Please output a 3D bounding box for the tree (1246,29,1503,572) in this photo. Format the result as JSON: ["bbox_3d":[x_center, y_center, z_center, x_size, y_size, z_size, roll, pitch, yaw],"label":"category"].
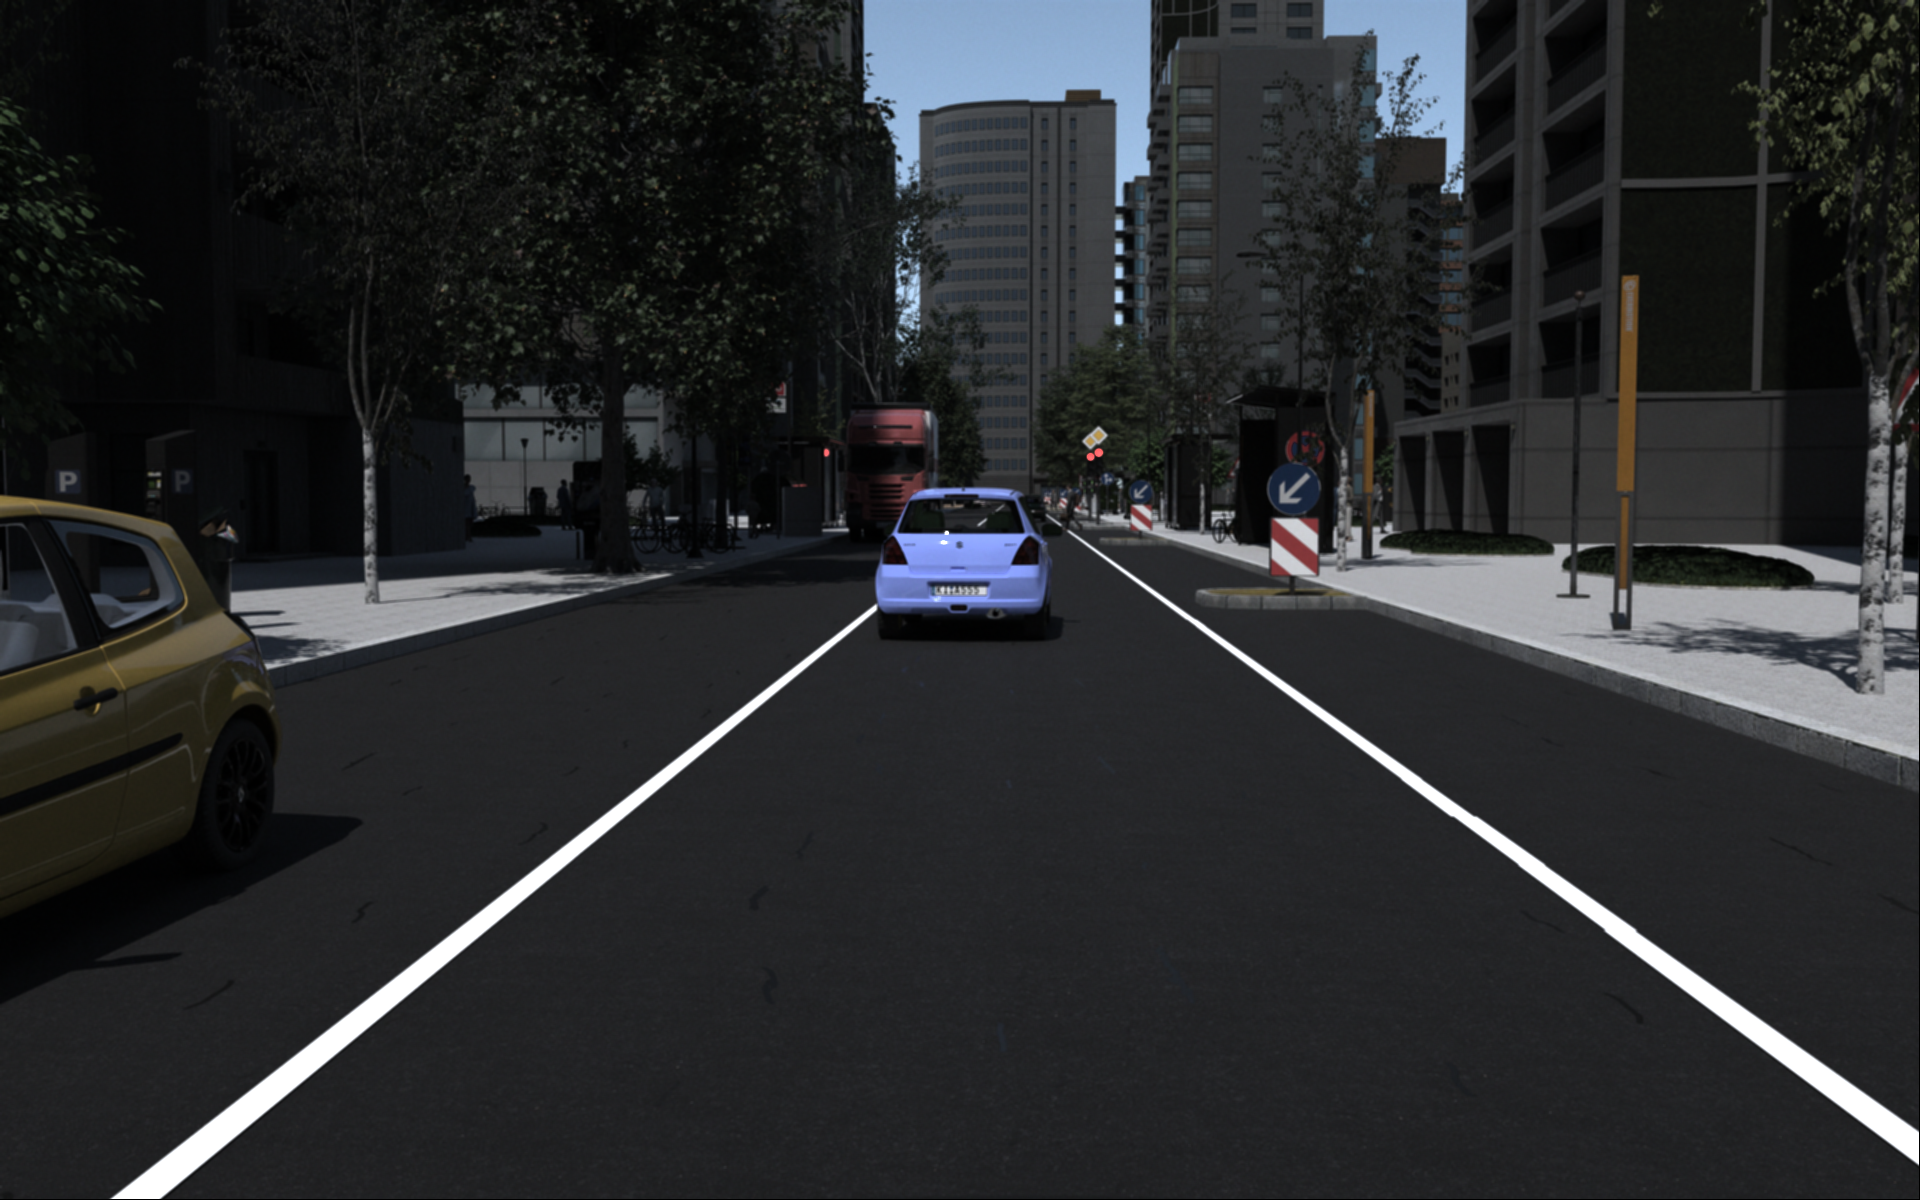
[{"bbox_3d":[6.523,-4.787,28.630,4.360,8.622,3.978,0,3,0],"label":"tree"}]

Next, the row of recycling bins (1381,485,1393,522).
[{"bbox_3d":[20.951,-4.406,79.148,3.534,1.692,1.069,1,4,21],"label":"row of recycling bins"}]

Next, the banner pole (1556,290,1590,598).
[{"bbox_3d":[7.537,-1.907,21.189,0.401,3.779,0.863,1,4,21],"label":"banner pole"}]

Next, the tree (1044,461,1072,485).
[{"bbox_3d":[14.023,-17.146,214.741,7.601,10.594,8.767,-1,4,-12],"label":"tree"}]

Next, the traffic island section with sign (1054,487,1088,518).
[{"bbox_3d":[6.809,-5.832,103.987,1.989,1.847,2.006,0,4,2],"label":"traffic island section with sign"}]

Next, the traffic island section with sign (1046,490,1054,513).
[{"bbox_3d":[7.723,-7.501,131.263,1.989,1.847,2.006,0,4,2],"label":"traffic island section with sign"}]

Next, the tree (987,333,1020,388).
[{"bbox_3d":[-0.956,-19.351,172.281,12.611,20.169,13.585,0,3,0],"label":"tree"}]

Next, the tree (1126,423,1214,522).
[{"bbox_3d":[9.353,-5.909,80.326,4.285,4.588,4.351,0,3,0],"label":"tree"}]

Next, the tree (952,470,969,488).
[{"bbox_3d":[-0.571,-15.172,198.429,4.737,8.622,4.395,0,3,0],"label":"tree"}]

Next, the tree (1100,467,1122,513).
[{"bbox_3d":[10.515,-7.716,120.750,1.663,3.219,1.824,0,3,0],"label":"tree"}]

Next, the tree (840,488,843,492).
[{"bbox_3d":[-7.665,-9.789,143.758,4.285,4.588,4.351,0,3,0],"label":"tree"}]

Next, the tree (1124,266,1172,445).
[{"bbox_3d":[7.445,-6.374,54.580,4.360,8.622,3.978,0,3,0],"label":"tree"}]

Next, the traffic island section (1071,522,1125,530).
[{"bbox_3d":[5.718,-3.006,71.421,2.009,0.180,2.903,0,4,2],"label":"traffic island section"}]

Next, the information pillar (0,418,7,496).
[{"bbox_3d":[-8.349,-0.628,14.764,0.304,2.012,0.304,0,4,8],"label":"information pillar"}]

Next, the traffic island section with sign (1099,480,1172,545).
[{"bbox_3d":[5.001,-2.495,49.419,1.989,1.847,2.006,0,4,2],"label":"traffic island section with sign"}]

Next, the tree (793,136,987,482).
[{"bbox_3d":[-5.284,-14.550,93.788,12.611,20.169,13.585,0,3,0],"label":"tree"}]

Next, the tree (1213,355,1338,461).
[{"bbox_3d":[21.025,-11.080,115.567,8.767,10.594,7.601,1,4,10],"label":"tree"}]

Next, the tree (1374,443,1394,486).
[{"bbox_3d":[24.536,-6.842,95.580,4.285,4.588,4.351,0,3,0],"label":"tree"}]

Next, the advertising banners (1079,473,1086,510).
[{"bbox_3d":[10.417,-8.852,140.920,0.090,3.025,2.074,-3,5,-45],"label":"advertising banners"}]

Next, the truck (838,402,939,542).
[{"bbox_3d":[-2.079,-4.059,55.286,2.839,4.237,11.283,0,4,1],"label":"truck"}]

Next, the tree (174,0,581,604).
[{"bbox_3d":[-6.669,-4.267,20.131,4.360,8.622,3.978,0,3,0],"label":"tree"}]

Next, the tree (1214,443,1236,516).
[{"bbox_3d":[14.568,-7.199,101.425,4.285,4.588,4.351,0,3,0],"label":"tree"}]

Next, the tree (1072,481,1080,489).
[{"bbox_3d":[12.903,-11.941,189.841,1.663,3.219,1.824,0,3,0],"label":"tree"}]

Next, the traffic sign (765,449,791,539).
[{"bbox_3d":[-5.178,-3.009,49.299,0.768,2.556,0.104,1,4,11],"label":"traffic sign"}]

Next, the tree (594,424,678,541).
[{"bbox_3d":[-9.126,-3.259,47.886,1.663,3.219,1.824,0,3,0],"label":"tree"}]

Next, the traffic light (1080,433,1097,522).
[{"bbox_3d":[5.944,-5.527,79.289,0.839,4.253,0.868,0,4,2],"label":"traffic light"}]

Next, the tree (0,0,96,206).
[{"bbox_3d":[-13.693,-4.455,23.209,4.737,8.622,4.395,0,3,0],"label":"tree"}]

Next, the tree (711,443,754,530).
[{"bbox_3d":[-8.182,-4.157,62.572,1.663,3.219,1.824,0,3,0],"label":"tree"}]

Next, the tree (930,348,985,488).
[{"bbox_3d":[-2.719,-13.175,132.417,9.611,12.733,9.660,0,3,0],"label":"tree"}]

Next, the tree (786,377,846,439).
[{"bbox_3d":[-9.312,-9.769,110.077,4.737,8.622,4.395,0,3,0],"label":"tree"}]

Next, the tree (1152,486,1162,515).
[{"bbox_3d":[12.123,-6.779,105.430,1.663,3.219,1.824,0,3,0],"label":"tree"}]

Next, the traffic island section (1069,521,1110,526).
[{"bbox_3d":[5.984,-3.494,79.402,2.009,0.180,2.903,0,4,2],"label":"traffic island section"}]

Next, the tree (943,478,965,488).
[{"bbox_3d":[-0.866,-13.719,208.016,4.285,4.588,4.351,0,3,0],"label":"tree"}]

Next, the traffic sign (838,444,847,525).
[{"bbox_3d":[-5.100,-4.712,70.917,2.265,3.308,0.079,0,4,4],"label":"traffic sign"}]

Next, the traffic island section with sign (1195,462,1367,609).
[{"bbox_3d":[4.103,-0.847,22.479,1.989,1.847,2.006,0,4,2],"label":"traffic island section with sign"}]

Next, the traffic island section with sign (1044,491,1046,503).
[{"bbox_3d":[9.374,-10.549,181.100,1.989,1.847,2.006,0,4,2],"label":"traffic island section with sign"}]

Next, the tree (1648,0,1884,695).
[{"bbox_3d":[6.084,-3.697,10.804,4.737,8.622,4.395,0,3,0],"label":"tree"}]

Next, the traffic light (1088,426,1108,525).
[{"bbox_3d":[5.679,-5.039,71.309,0.839,4.253,0.868,0,4,2],"label":"traffic light"}]

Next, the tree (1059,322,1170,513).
[{"bbox_3d":[10.360,-11.989,114.153,7.486,12.596,7.792,0,3,0],"label":"tree"}]

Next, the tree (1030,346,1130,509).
[{"bbox_3d":[10.666,-14.815,148.876,9.857,13.997,8.962,0,3,0],"label":"tree"}]

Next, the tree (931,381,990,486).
[{"bbox_3d":[-1.861,-14.464,154.621,7.486,12.596,7.792,0,3,0],"label":"tree"}]

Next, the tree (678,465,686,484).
[{"bbox_3d":[-10.745,-4.060,60.983,1.663,3.219,1.824,0,3,0],"label":"tree"}]
